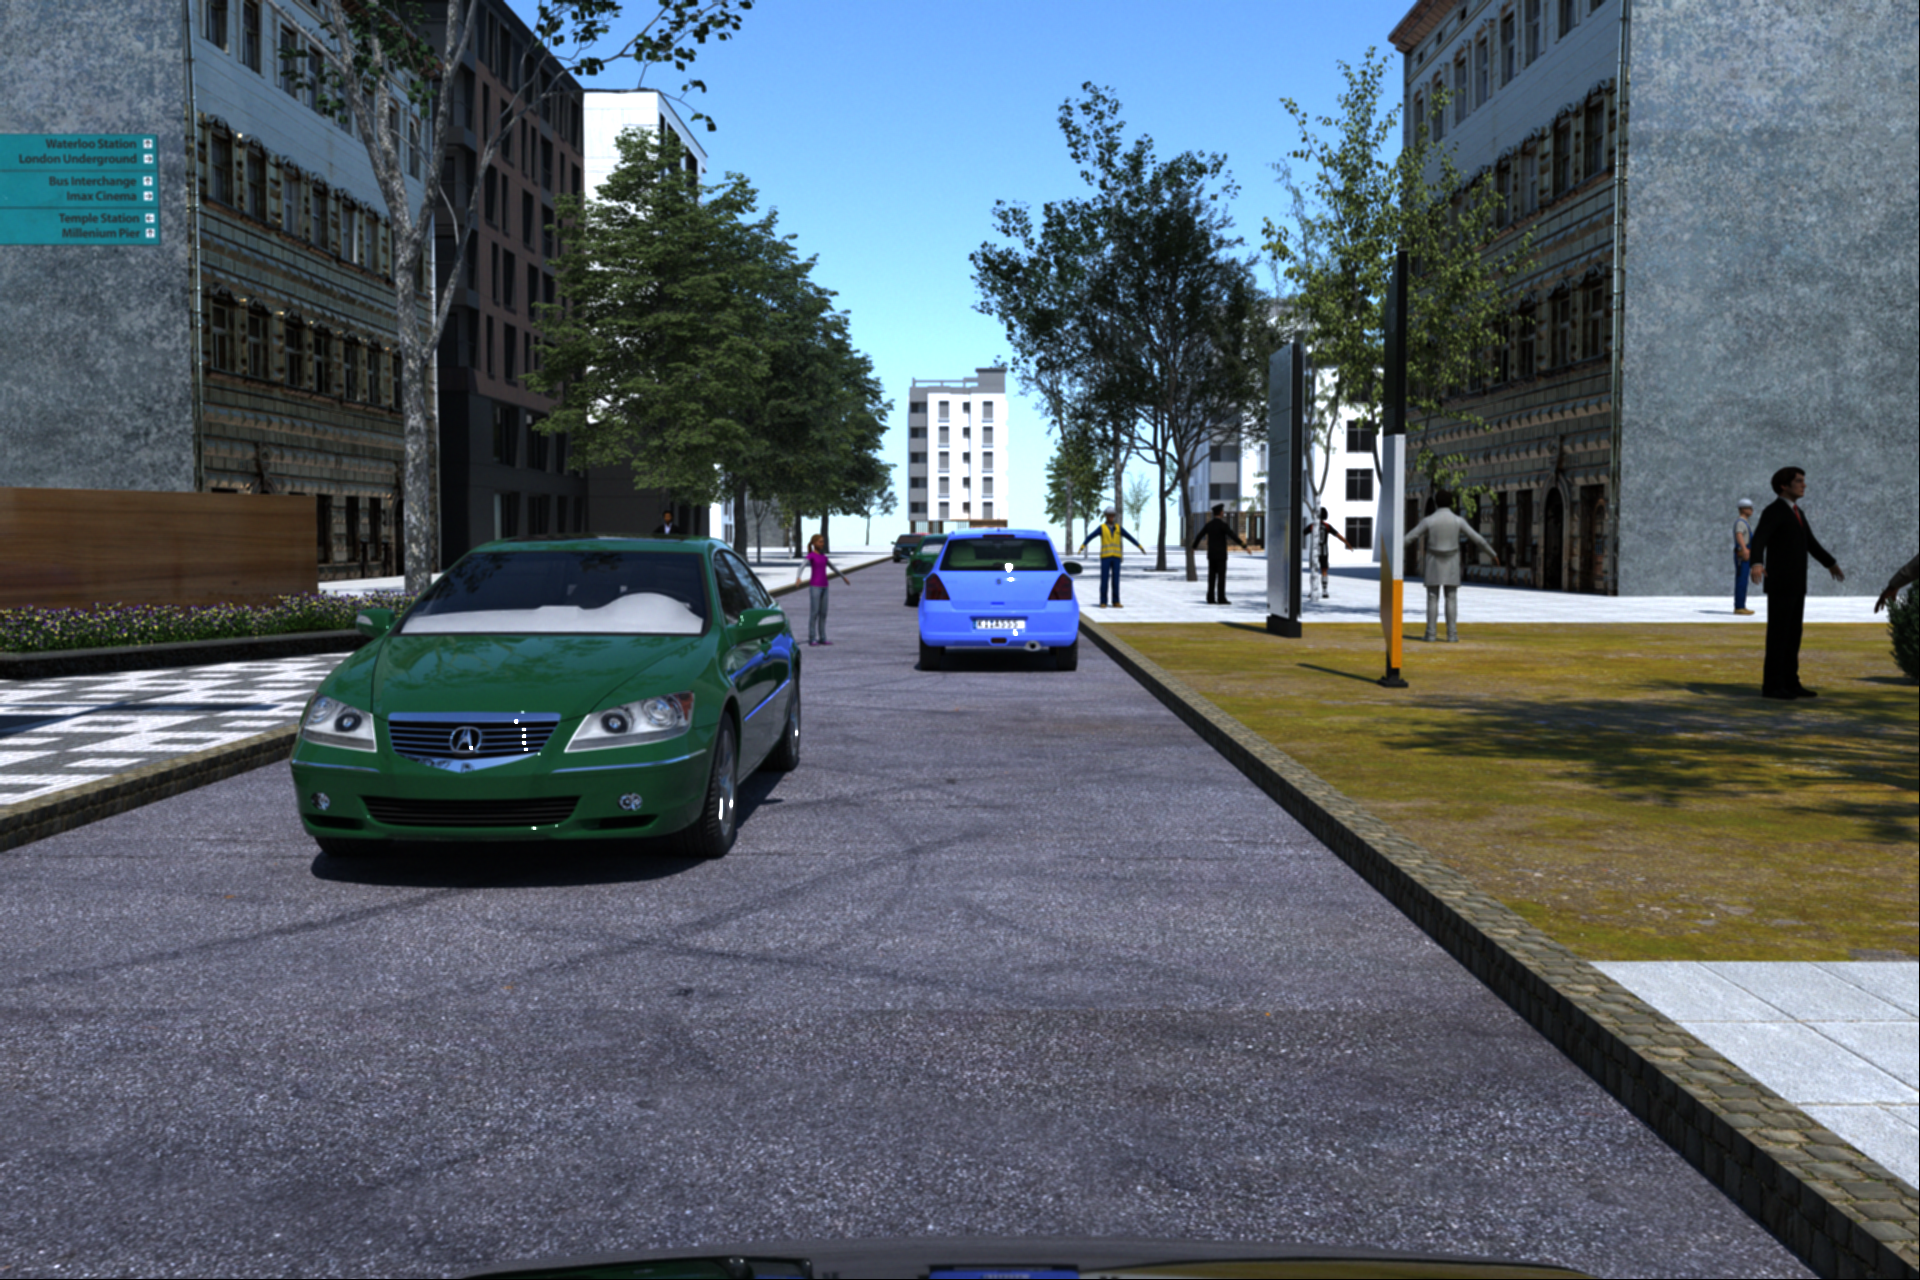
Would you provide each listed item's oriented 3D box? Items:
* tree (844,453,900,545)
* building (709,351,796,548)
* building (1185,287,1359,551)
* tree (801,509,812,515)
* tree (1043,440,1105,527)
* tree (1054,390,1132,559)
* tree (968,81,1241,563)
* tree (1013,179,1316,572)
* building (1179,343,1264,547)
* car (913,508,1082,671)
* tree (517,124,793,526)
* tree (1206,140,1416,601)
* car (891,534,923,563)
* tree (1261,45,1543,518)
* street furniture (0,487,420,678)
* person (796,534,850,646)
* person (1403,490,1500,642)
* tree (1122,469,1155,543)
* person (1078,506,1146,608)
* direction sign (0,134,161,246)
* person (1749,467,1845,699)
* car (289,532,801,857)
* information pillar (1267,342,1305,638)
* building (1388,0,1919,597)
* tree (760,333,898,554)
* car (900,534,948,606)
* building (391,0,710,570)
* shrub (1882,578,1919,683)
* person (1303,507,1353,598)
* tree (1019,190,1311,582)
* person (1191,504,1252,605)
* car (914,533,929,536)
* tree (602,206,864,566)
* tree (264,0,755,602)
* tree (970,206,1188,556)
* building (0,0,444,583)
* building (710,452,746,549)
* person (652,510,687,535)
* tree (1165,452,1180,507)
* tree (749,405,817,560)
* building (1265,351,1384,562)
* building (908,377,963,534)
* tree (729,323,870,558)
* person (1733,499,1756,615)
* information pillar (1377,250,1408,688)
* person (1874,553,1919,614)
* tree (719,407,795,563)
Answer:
[{"bbox_3d":[-10.389,-16.230,199.777,7.601,10.594,8.767,0,4,-1],"label":"tree"},{"bbox_3d":[-26.000,-20.929,173.116,19.493,23.208,18.063,0,4,0],"label":"building"},{"bbox_3d":[23.425,-17.337,139.873,16.016,20.090,11.380,0,4,0],"label":"building"},{"bbox_3d":[-20.103,-16.325,201.333,7.601,10.594,8.767,0,4,-2],"label":"tree"},{"bbox_3d":[13.296,-17.361,201.972,7.486,12.596,7.792,0,3,0],"label":"tree"},{"bbox_3d":[6.552,-8.445,88.432,4.737,8.622,4.395,0,3,0],"label":"tree"},{"bbox_3d":[5.760,-13.436,75.570,12.611,20.169,13.585,0,3,0],"label":"tree"},{"bbox_3d":[7.088,-9.113,59.359,12.009,13.543,11.850,0,3,0],"label":"tree"},{"bbox_3d":[26.743,-19.178,169.977,16.016,20.090,11.380,0,3,0],"label":"building"},{"bbox_3d":[0.425,-0.605,19.488,1.945,1.707,3.694,0,4,1],"label":"car"},{"bbox_3d":[-8.571,-8.017,49.199,7.486,12.596,7.792,0,3,0],"label":"tree"},{"bbox_3d":[6.775,-5.038,32.736,4.360,8.622,3.978,0,3,0],"label":"tree"},{"bbox_3d":[-2.483,-4.789,88.088,2.009,1.686,4.222,0,4,0],"label":"car"},{"bbox_3d":[6.598,-4.653,26.442,4.737,8.622,4.395,0,3,0],"label":"tree"},{"bbox_3d":[-8.910,-0.759,19.268,9.812,1.723,11.010,1,4,22],"label":"street furniture"},{"bbox_3d":[-1.770,-0.642,22.213,0.599,1.433,0.991,3,4,38],"label":"person"},{"bbox_3d":[5.736,-0.882,20.613,1.347,1.806,0.705,1,4,9],"label":"person"},{"bbox_3d":[20.418,-15.023,195.994,4.360,8.622,3.978,0,3,0],"label":"tree"},{"bbox_3d":[2.636,-1.447,30.126,1.216,1.772,0.721,-1,4,-11],"label":"person"},{"bbox_3d":[-6.034,-1.357,10.946,2.525,3.948,1.411,0,4,0],"label":"direction sign"},{"bbox_3d":[6.504,-0.452,13.574,1.347,1.806,0.705,-3,4,-38],"label":"person"},{"bbox_3d":[-1.919,0.159,9.205,2.131,1.459,4.920,0,4,1],"label":"car"},{"bbox_3d":[4.142,-1.881,22.075,0.184,3.620,1.656,0,4,1],"label":"information pillar"},{"bbox_3d":[22.684,-13.019,43.784,19.493,23.208,18.063,0,4,0],"label":"building"},{"bbox_3d":[-8.633,-12.463,110.417,9.857,13.997,8.962,0,3,0],"label":"tree"},{"bbox_3d":[-0.184,-1.474,35.903,2.131,1.459,4.920,0,4,-1],"label":"car"},{"bbox_3d":[-27.818,-14.315,78.027,27.936,21.610,32.646,0,4,1],"label":"building"},{"bbox_3d":[8.369,-0.216,14.656,1.383,1.207,1.383,0,3,0],"label":"shrub"},{"bbox_3d":[7.211,-1.751,34.769,1.345,1.843,0.704,1,4,9],"label":"person"},{"bbox_3d":[6.110,-6.879,46.889,8.767,10.594,7.601,-2,4,-34],"label":"tree"},{"bbox_3d":[4.717,-1.570,31.604,0.705,1.837,1.347,-3,5,-44],"label":"person"},{"bbox_3d":[-2.225,-5.515,99.208,2.155,1.783,4.494,0,4,0],"label":"car"},{"bbox_3d":[-8.604,-9.779,66.541,9.857,13.997,8.962,0,3,0],"label":"tree"},{"bbox_3d":[-8.213,-10.370,25.447,12.611,20.169,13.585,0,3,0],"label":"tree"},{"bbox_3d":[7.143,-14.975,100.724,12.611,20.169,13.585,0,3,0],"label":"tree"},{"bbox_3d":[-26.171,-13.201,46.768,19.493,23.208,18.063,0,4,0],"label":"building"},{"bbox_3d":[-22.948,-12.720,150.115,9.099,9.664,28.070,0,4,1],"label":"building"},{"bbox_3d":[-5.648,-1.636,33.462,1.216,1.740,0.721,0,4,0],"label":"person"},{"bbox_3d":[27.442,-16.866,201.516,9.928,11.665,9.643,0,3,0],"label":"tree"},{"bbox_3d":[-8.677,-8.300,86.064,4.737,8.622,4.395,0,3,0],"label":"tree"},{"bbox_3d":[20.739,-8.407,79.596,9.099,9.664,28.070,0,4,1],"label":"building"},{"bbox_3d":[-5.718,-20.942,201.276,11.380,20.090,16.016,0,4,1],"label":"building"},{"bbox_3d":[-8.717,-10.656,92.355,7.486,12.596,7.792,0,3,0],"label":"tree"},{"bbox_3d":[12.512,-1.330,27.605,0.705,1.847,1.347,2,4,28],"label":"person"},{"bbox_3d":[3.652,-1.421,14.587,0.183,3.616,0.504,0,4,1],"label":"information pillar"},{"bbox_3d":[5.016,-0.117,8.050,1.348,1.813,0.705,2,4,25],"label":"person"},{"bbox_3d":[-8.867,-7.731,76.763,4.360,8.622,3.978,0,3,0],"label":"tree"}]
